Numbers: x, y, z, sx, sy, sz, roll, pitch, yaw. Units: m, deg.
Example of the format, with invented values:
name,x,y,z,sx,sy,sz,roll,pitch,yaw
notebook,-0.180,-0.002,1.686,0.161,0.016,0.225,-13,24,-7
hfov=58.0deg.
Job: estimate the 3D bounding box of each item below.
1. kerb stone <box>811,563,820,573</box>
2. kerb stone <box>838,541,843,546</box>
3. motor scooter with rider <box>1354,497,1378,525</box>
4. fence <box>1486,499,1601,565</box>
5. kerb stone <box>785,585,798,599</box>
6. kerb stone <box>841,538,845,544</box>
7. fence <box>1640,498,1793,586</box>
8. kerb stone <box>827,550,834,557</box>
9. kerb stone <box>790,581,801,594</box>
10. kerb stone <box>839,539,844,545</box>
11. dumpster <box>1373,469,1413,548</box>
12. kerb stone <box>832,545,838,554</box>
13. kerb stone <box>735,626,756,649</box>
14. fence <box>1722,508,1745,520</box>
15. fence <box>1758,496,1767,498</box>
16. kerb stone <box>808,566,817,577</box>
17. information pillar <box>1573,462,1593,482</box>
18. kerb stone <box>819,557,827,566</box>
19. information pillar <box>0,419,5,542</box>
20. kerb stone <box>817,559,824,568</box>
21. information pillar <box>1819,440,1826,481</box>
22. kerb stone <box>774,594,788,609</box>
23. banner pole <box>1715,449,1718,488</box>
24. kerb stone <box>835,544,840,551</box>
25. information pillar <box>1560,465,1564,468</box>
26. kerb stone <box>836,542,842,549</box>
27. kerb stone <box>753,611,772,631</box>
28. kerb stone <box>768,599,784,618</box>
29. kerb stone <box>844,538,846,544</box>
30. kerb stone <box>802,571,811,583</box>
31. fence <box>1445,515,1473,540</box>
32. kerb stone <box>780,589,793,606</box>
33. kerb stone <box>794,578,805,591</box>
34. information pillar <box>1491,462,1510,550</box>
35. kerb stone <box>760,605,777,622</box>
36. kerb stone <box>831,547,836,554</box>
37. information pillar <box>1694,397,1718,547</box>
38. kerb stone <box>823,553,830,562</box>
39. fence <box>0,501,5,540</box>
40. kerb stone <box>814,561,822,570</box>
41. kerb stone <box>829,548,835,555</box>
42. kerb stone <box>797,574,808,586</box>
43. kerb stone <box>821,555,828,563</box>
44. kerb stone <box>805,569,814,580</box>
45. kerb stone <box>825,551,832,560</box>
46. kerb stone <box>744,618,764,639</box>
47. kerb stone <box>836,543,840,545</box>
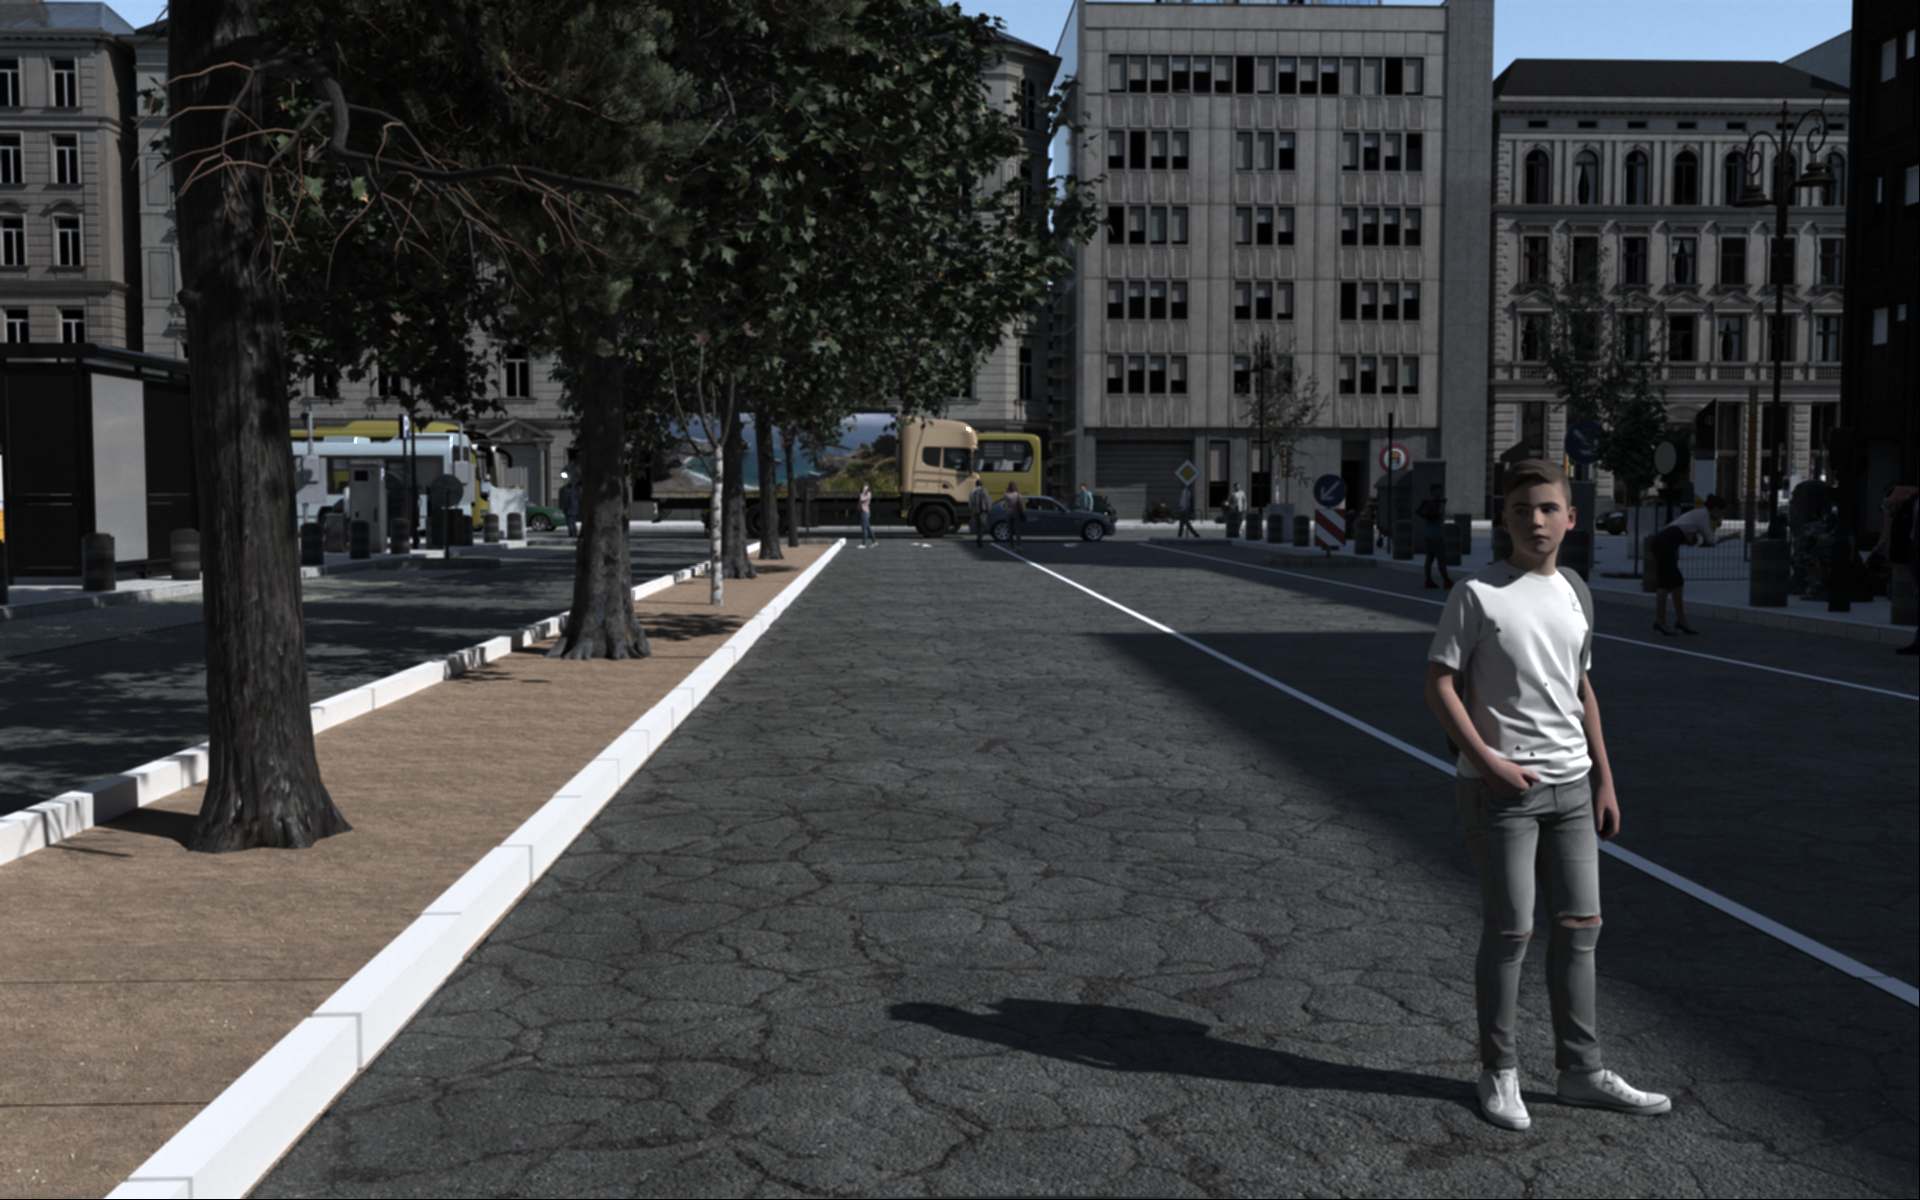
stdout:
name,x,y,z,sx,sy,sz,roll,pitch,yaw
kerb stone,-2.592,-0.505,30.445,0.120,0.150,1.000,0,4,-2
kerb stone,-3.162,-1.383,44.820,0.120,0.150,1.000,0,4,-2
motor scooter with rider,15.637,-3.417,64.827,1.986,1.779,0.876,0,4,-3
fence,10.730,-1.259,31.782,2.264,1.192,0.480,-2,4,-24
kerb stone,-2.303,-0.064,23.259,0.120,0.150,1.000,0,4,-2
kerb stone,-3.247,-1.509,46.874,0.120,0.150,1.000,0,4,-2
fence,10.702,-0.799,24.266,2.264,1.192,0.480,-1,4,-11
kerb stone,-2.872,-0.944,37.636,0.120,0.150,1.000,0,4,-2
kerb stone,-2.345,-0.128,24.285,0.120,0.150,1.000,0,4,-2
kerb stone,-3.210,-1.447,45.846,0.120,0.150,1.000,0,4,-2
dumpster,10.583,-2.138,40.718,1.264,1.857,1.865,0,4,-2
kerb stone,-3.006,-1.133,40.714,0.120,0.150,1.000,0,4,-2
kerb stone,-2.013,0.374,16.080,0.120,0.150,1.000,0,4,-2
fence,32.935,-3.612,74.435,0.278,0.683,2.069,-2,4,-30
fence,37.555,-4.145,78.973,2.264,1.192,0.480,2,4,29
kerb stone,-2.550,-0.442,29.418,0.120,0.150,1.000,0,4,-2
information pillar,12.224,-1.806,34.017,0.304,2.012,0.304,2,4,33
kerb stone,-2.712,-0.686,33.535,0.120,0.150,1.000,0,4,-2
information pillar,-20.389,-2.758,36.453,0.183,3.616,0.504,3,4,37
kerb stone,-2.672,-0.630,32.502,0.120,0.150,1.000,0,4,-2
information pillar,37.653,-5.155,75.636,0.504,3.616,0.183,-3,5,-44
kerb stone,-2.225,0.063,21.211,0.120,0.150,1.000,0,4,-2
banner pole,36.436,-5.744,83.925,0.863,3.779,0.401,-2,4,-30
kerb stone,-3.036,-1.195,41.738,0.120,0.150,1.000,0,4,-2
information pillar,15.049,-2.410,43.889,0.304,2.012,0.304,-1,4,-23
kerb stone,-3.119,-1.318,43.785,0.120,0.150,1.000,0,4,-2
kerb stone,-2.093,0.248,18.138,0.120,0.150,1.000,0,4,-2
kerb stone,-2.177,0.123,20.187,0.120,0.150,1.000,0,4,-2
kerb stone,-3.287,-1.571,47.898,0.120,0.150,1.000,0,4,-2
kerb stone,-2.472,-0.316,27.359,0.120,0.150,1.000,0,4,-2
fence,13.494,-2.052,48.923,0.278,0.683,2.069,-3,5,-43
kerb stone,-2.260,-0.002,22.235,0.120,0.150,1.000,0,4,-2
kerb stone,-2.388,-0.190,25.308,0.120,0.150,1.000,0,4,-2
information pillar,12.473,-2.170,39.977,0.304,2.012,0.304,2,4,34
kerb stone,-2.145,0.188,19.162,0.120,0.150,1.000,0,4,-2
kerb stone,-2.965,-1.070,39.684,0.120,0.150,1.000,0,4,-2
information pillar,18.137,-3.105,42.121,0.504,3.616,0.183,3,5,41
kerb stone,-2.796,-0.819,35.588,0.120,0.150,1.000,0,4,-2
fence,-16.208,-1.023,27.933,2.264,1.192,0.480,-1,4,-11
kerb stone,-2.631,-0.565,31.472,0.120,0.150,1.000,0,4,-2
kerb stone,-2.923,-1.006,38.659,0.120,0.150,1.000,0,4,-2
kerb stone,-2.427,-0.253,26.332,0.120,0.150,1.000,0,4,-2
kerb stone,-2.755,-0.756,34.563,0.120,0.150,1.000,0,4,-2
kerb stone,-2.513,-0.378,28.386,0.120,0.150,1.000,0,4,-2
kerb stone,-2.832,-0.882,36.612,0.120,0.150,1.000,0,4,-2
kerb stone,-2.059,0.311,17.114,0.120,0.150,1.000,0,4,-2
kerb stone,-3.095,-1.258,42.761,0.120,0.150,1.000,0,4,-2
